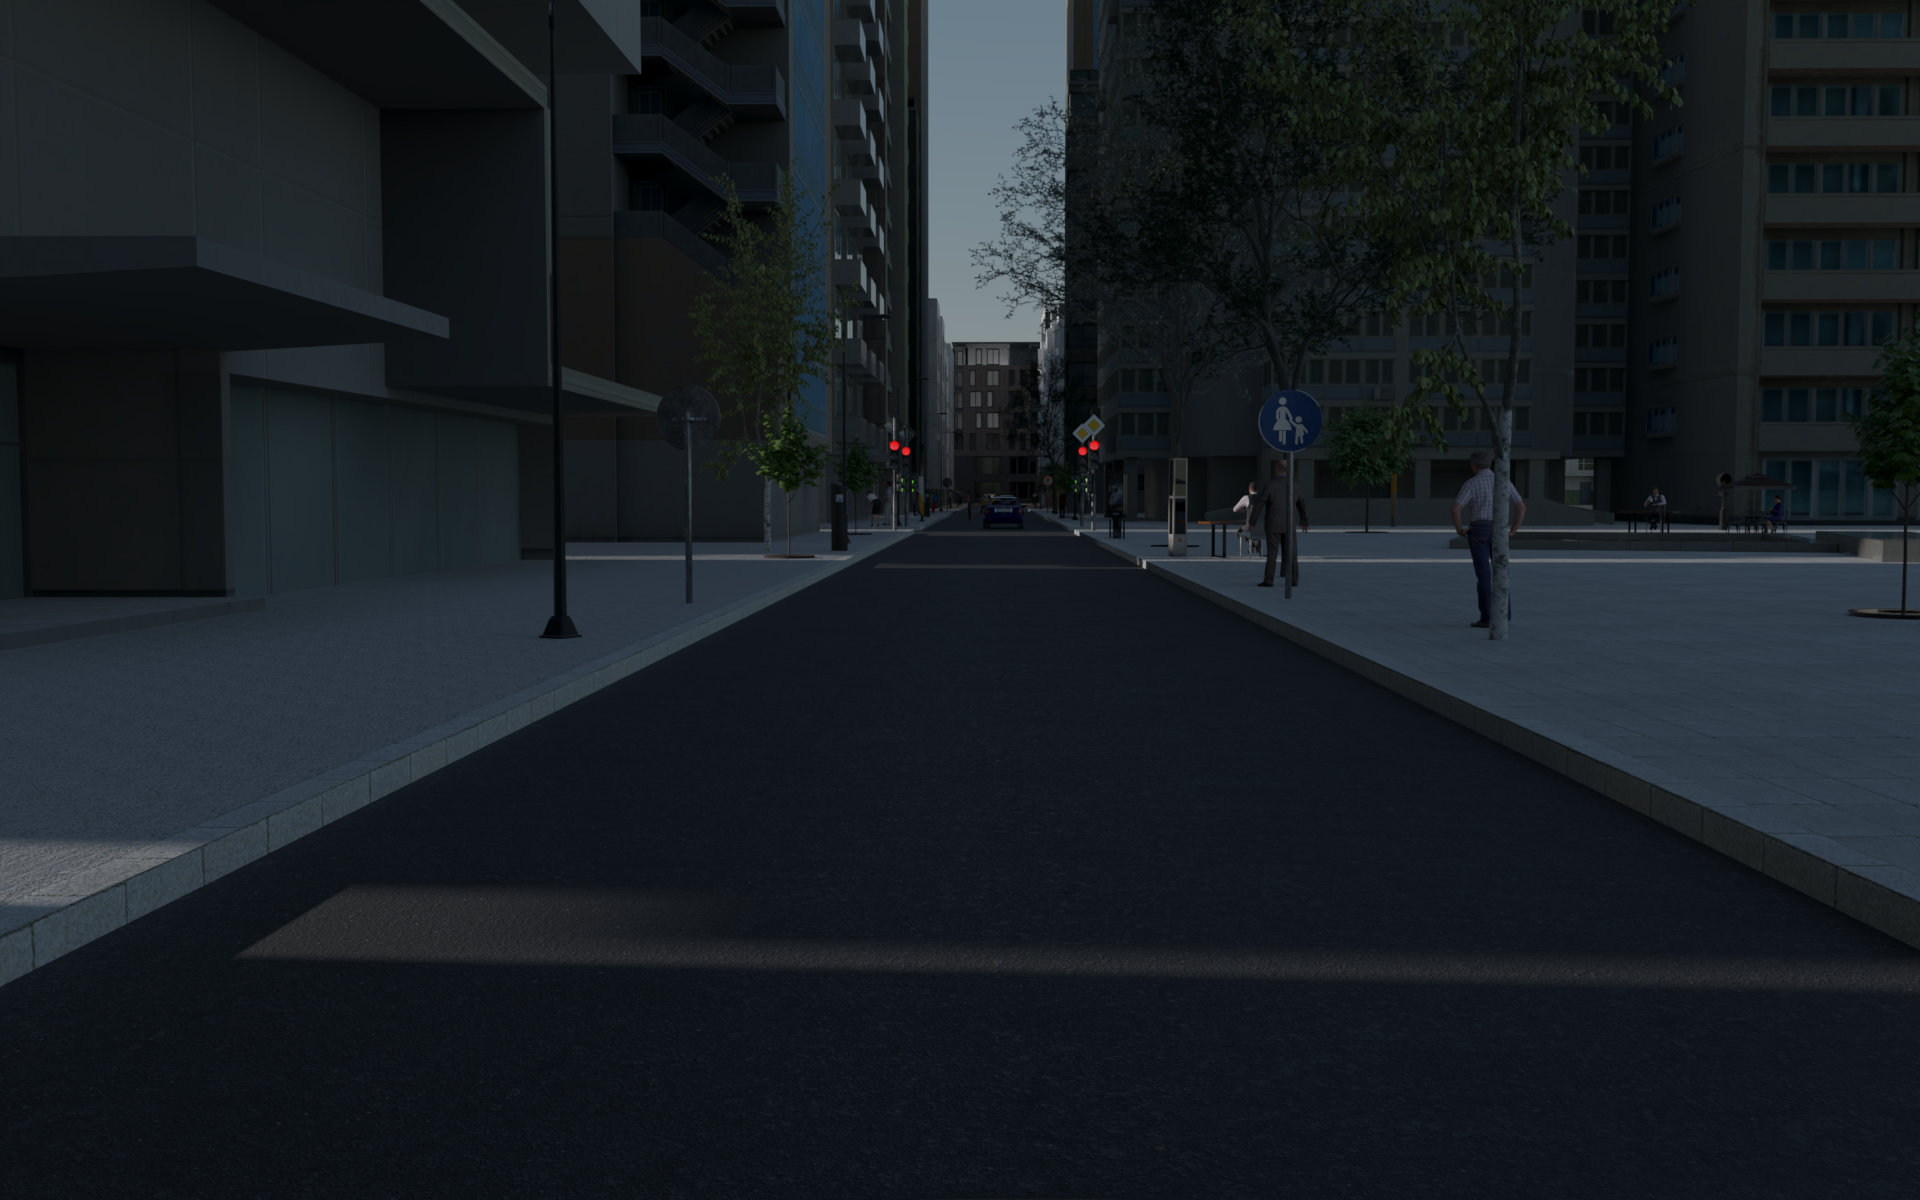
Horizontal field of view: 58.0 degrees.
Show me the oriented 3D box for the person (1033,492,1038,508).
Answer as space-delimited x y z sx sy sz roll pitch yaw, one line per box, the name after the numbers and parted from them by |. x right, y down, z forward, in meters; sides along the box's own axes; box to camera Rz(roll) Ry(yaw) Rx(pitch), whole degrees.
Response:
7.096 -9.356 162.198 0.628 1.438 0.799 -3 5 -41 | person

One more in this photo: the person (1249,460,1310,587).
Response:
4.408 -1.067 24.034 0.990 1.755 0.434 -1 4 -18 | person

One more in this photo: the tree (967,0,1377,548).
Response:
5.276 -8.019 41.485 12.009 13.543 11.850 0 3 0 | tree

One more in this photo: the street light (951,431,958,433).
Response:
-0.862 -9.511 128.051 1.470 5.913 1.316 0 4 1 | street light

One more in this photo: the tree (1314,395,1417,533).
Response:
13.429 -4.508 57.417 4.285 4.588 4.351 0 3 0 | tree

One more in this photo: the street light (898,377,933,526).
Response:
-1.924 -5.895 68.924 1.470 5.913 1.316 0 4 1 | street light

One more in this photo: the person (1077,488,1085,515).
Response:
7.504 -6.081 106.285 0.655 1.722 0.431 2 4 29 | person

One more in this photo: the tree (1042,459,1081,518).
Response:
5.776 -6.135 94.904 1.663 3.219 1.824 0 3 0 | tree

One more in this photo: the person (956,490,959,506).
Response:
-0.323 -10.537 179.130 0.445 1.727 0.742 -2 4 -35 | person

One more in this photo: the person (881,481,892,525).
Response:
-3.015 -3.975 71.182 0.789 1.805 0.875 0 4 4 | person

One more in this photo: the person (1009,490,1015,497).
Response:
4.474 -8.521 147.834 0.705 1.821 1.348 -2 4 -33 | person

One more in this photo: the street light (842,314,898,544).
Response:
-2.457 -4.419 44.791 1.470 5.913 1.316 0 4 1 | street light

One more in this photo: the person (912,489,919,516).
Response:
-2.559 -5.790 101.534 0.431 1.722 0.655 -1 4 -19 | person

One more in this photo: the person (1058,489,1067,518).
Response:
5.435 -5.091 91.558 0.482 1.546 0.388 3 4 37 | person

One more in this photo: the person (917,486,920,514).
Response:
-2.444 -6.318 109.207 0.599 1.838 0.709 0 4 -8 | person

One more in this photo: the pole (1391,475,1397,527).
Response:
17.014 -4.530 67.913 0.158 3.312 0.155 0 3 0 | pole

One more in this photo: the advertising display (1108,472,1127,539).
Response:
4.529 -2.732 49.888 0.123 1.923 0.974 -1 4 -23 | advertising display

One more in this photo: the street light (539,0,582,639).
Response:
-3.031 -2.615 15.294 1.470 5.913 1.316 0 4 1 | street light

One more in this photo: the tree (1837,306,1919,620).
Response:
9.813 -1.428 17.944 1.663 3.219 1.824 0 3 0 | tree

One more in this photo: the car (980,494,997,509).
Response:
2.901 -9.528 165.999 2.015 1.641 3.980 0 4 0 | car

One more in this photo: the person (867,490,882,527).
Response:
-3.422 -3.615 68.339 0.799 1.438 0.628 1 4 20 | person

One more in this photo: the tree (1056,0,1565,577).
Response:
5.312 -5.648 26.762 8.767 10.594 7.601 2 4 35 | tree

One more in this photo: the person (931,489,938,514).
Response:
-1.618 -6.256 110.026 0.593 1.614 0.444 -2 4 -26 | person

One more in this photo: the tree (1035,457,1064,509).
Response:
8.006 -10.157 149.784 4.285 4.588 4.351 0 3 0 | tree

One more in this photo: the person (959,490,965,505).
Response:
0.079 -12.587 211.818 0.705 1.826 1.348 -3 5 -43 | person

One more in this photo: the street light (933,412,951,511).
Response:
-1.429 -7.707 98.553 1.470 5.913 1.316 0 4 1 | street light

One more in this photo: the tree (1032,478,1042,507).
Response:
8.050 -10.900 172.808 1.663 3.219 1.824 0 3 0 | tree

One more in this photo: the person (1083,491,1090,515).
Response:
7.591 -5.941 103.899 0.376 1.734 0.841 1 4 21 | person

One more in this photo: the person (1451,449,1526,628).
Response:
5.041 -0.592 16.664 0.756 1.711 0.436 0 4 -2 | person

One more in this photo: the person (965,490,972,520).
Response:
0.453 -5.248 95.767 0.415 1.643 0.593 -2 4 -30 | person

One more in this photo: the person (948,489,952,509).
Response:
-0.934 -8.961 153.259 0.721 1.736 1.217 1 4 12 | person

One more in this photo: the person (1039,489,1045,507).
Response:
7.951 -9.808 167.065 0.551 1.740 0.621 -2 4 -32 | person

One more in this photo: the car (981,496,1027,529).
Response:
1.858 -3.698 73.046 1.945 1.354 3.894 0 4 2 | car

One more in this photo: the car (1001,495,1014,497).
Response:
3.760 -7.750 139.300 1.945 1.354 3.894 0 4 2 | car

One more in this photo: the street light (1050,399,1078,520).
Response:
5.120 -6.882 85.056 1.470 5.913 1.316 0 4 1 | street light

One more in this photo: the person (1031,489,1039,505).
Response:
8.494 -11.684 197.036 0.705 1.831 1.348 -3 4 -38 | person

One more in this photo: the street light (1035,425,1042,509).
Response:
5.654 -8.686 114.554 1.470 5.913 1.316 0 4 1 | street light

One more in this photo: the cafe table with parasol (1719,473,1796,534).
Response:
25.690 -3.118 55.849 2.610 1.966 2.610 -1 4 -22 | cafe table with parasol

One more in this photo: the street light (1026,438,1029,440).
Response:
6.191 -10.490 144.052 1.470 5.913 1.316 0 4 1 | street light
